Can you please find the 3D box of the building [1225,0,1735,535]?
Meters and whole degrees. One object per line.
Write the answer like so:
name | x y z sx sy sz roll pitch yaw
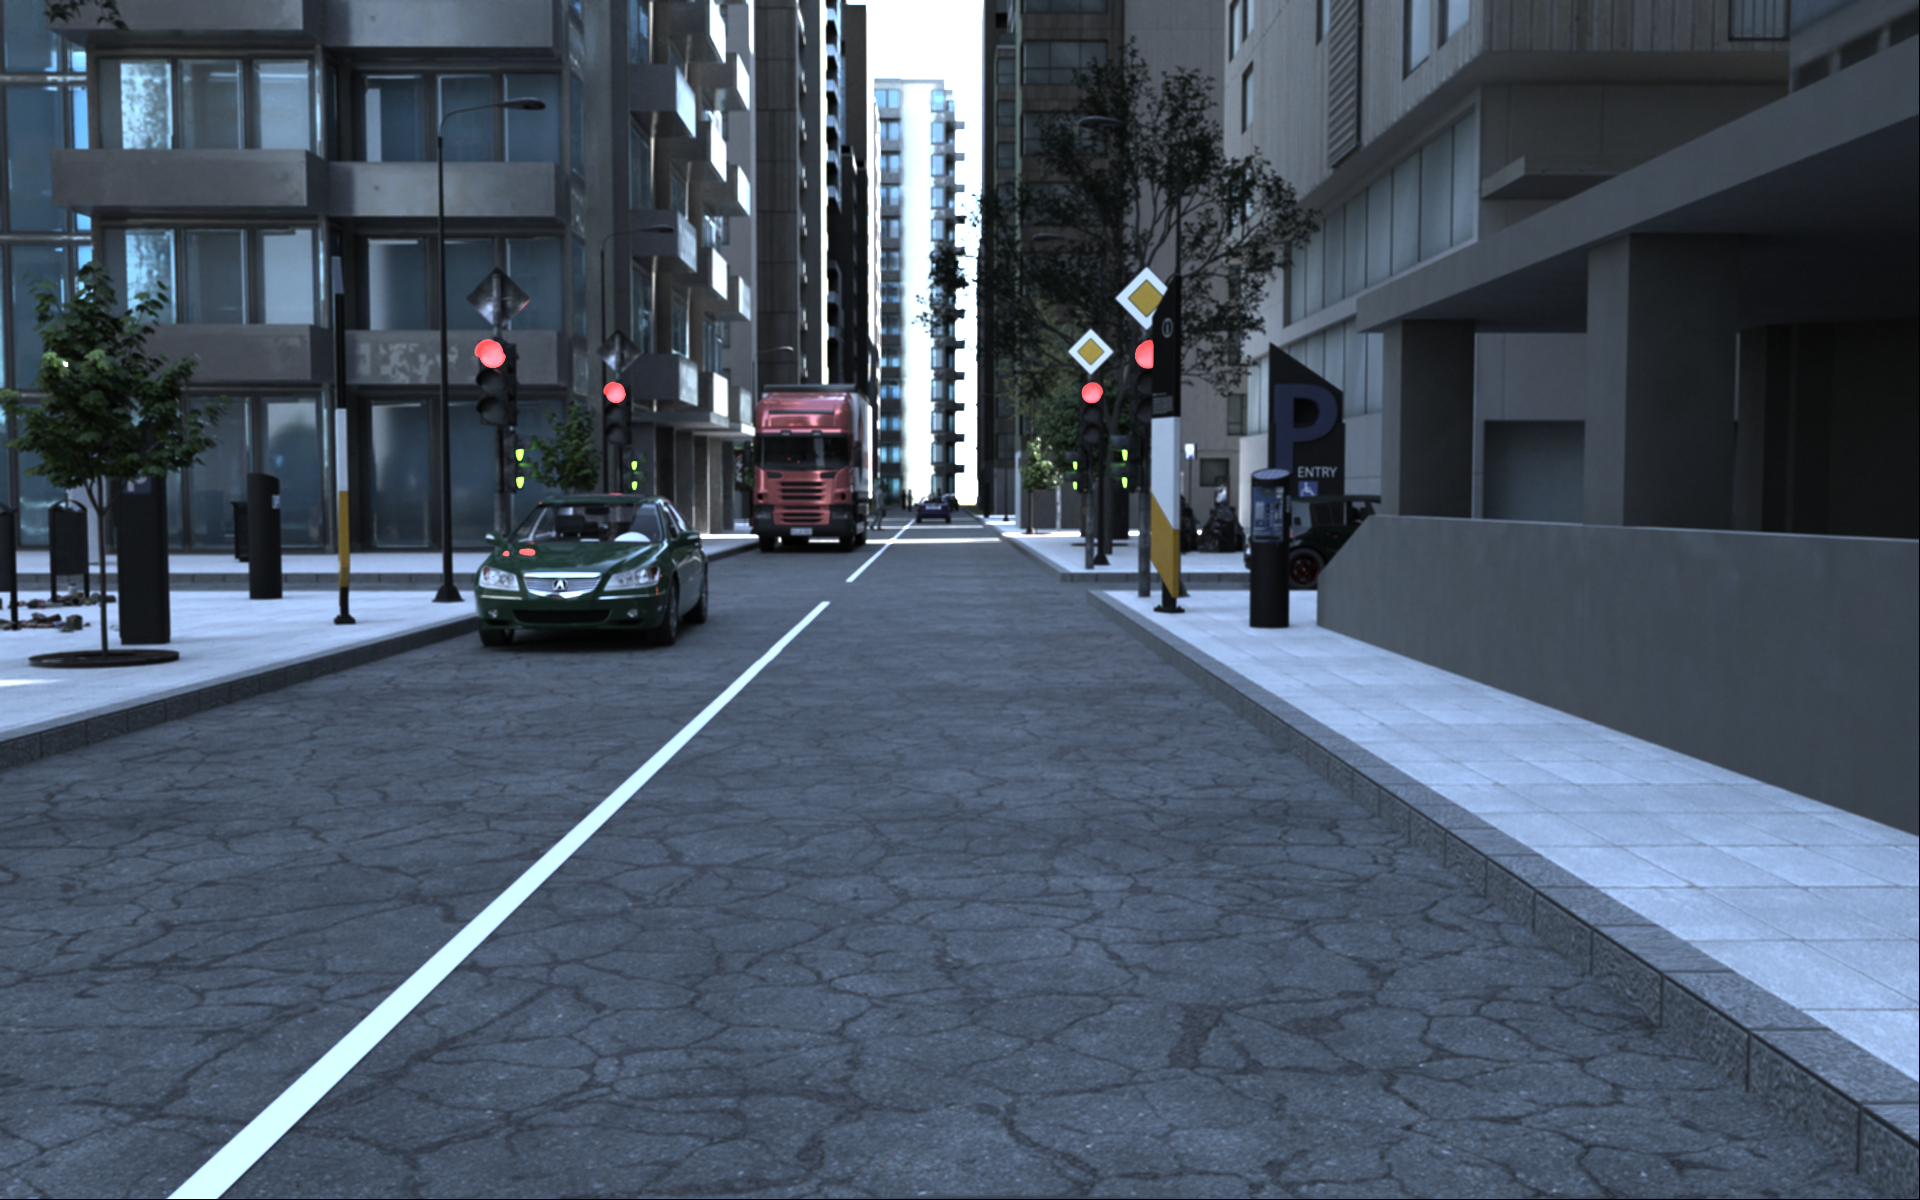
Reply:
building | 21.514 -27.649 41.298 27.495 52.752 28.713 0 4 -1

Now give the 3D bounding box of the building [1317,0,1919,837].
building | 19.659 -19.390 8.903 32.217 40.220 23.993 0 4 -1

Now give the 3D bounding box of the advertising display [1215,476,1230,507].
advertising display | 9.363 -3.465 61.874 0.123 1.923 0.974 -1 4 -18

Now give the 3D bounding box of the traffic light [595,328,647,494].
traffic light | -5.763 -2.475 29.394 0.839 4.253 0.868 0 4 -1

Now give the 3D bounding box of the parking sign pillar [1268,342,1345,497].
parking sign pillar | 6.149 -2.586 30.760 1.447 3.967 1.447 0 4 2

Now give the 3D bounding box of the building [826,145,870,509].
building | -14.824 -22.713 143.051 14.160 30.474 14.107 0 4 -1

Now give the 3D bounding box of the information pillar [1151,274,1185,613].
information pillar | 2.236 -1.677 18.768 0.183 3.616 0.504 -2 4 -24

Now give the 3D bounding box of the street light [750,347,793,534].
street light | -5.986 -5.041 54.953 1.470 5.913 1.316 0 4 -1

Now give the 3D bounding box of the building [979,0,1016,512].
building | 11.963 -42.288 129.653 20.563 71.187 20.611 0 4 -1

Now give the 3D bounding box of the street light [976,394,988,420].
street light | 1.596 -6.584 80.187 1.470 5.913 1.316 0 4 -1

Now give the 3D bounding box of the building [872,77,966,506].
building | -14.607 -35.436 198.992 30.456 49.044 23.786 0 4 -1

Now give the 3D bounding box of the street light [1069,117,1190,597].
street light | 2.160 -2.994 21.495 1.470 5.913 1.316 0 4 -1

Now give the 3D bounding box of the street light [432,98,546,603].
street light | -5.562 -2.932 20.472 1.470 5.913 1.316 0 4 -1

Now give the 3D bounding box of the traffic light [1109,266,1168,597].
traffic light | 2.282 -1.993 21.509 0.839 4.253 0.868 0 4 -1

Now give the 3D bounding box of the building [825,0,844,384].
building | -18.065 -49.261 118.086 22.319 86.520 31.000 0 4 -1

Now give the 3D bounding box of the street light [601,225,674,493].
street light | -5.640 -3.519 30.081 1.470 5.913 1.316 0 4 -1

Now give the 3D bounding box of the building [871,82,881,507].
building | -14.961 -29.912 172.650 14.086 41.232 14.154 0 4 -1

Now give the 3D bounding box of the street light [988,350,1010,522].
street light | 1.731 -5.093 55.819 1.470 5.913 1.316 0 4 -1

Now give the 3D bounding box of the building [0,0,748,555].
building | -18.044 -26.254 48.856 23.786 49.044 30.456 0 4 -1

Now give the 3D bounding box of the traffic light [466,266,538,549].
traffic light | -5.679 -1.987 21.409 0.839 4.253 0.868 0 4 -1

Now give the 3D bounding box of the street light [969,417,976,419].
street light | 1.256 -8.079 104.635 1.470 5.913 1.316 0 4 -1

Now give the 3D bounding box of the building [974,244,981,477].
building | 8.816 -25.935 195.740 14.107 30.474 14.160 0 4 -1

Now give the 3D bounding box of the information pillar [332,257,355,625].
information pillar | -6.078 -1.569 17.011 0.183 3.616 0.504 -1 4 -22

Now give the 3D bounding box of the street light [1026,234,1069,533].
street light | 1.998 -3.581 31.085 1.470 5.913 1.316 0 4 -1

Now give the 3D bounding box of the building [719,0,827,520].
building | -14.488 -24.948 91.492 14.154 41.232 14.086 0 4 -1

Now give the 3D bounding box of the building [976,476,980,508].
building | 17.784 -29.132 168.191 32.217 40.220 23.993 0 4 -1

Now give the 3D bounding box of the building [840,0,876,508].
building | -14.979 -31.001 156.978 14.600 45.320 14.200 0 4 -1

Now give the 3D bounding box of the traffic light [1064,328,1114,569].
traffic light | 2.197 -2.482 29.494 0.839 4.253 0.868 0 4 -1

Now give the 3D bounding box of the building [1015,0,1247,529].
building | 9.165 -18.208 69.409 14.160 30.474 14.107 0 4 -1

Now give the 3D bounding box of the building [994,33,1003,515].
building | 9.176 -20.852 112.625 14.160 30.474 14.107 0 4 -1

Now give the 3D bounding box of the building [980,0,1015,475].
building | 8.824 -30.486 148.563 14.600 45.320 14.200 0 4 -1
